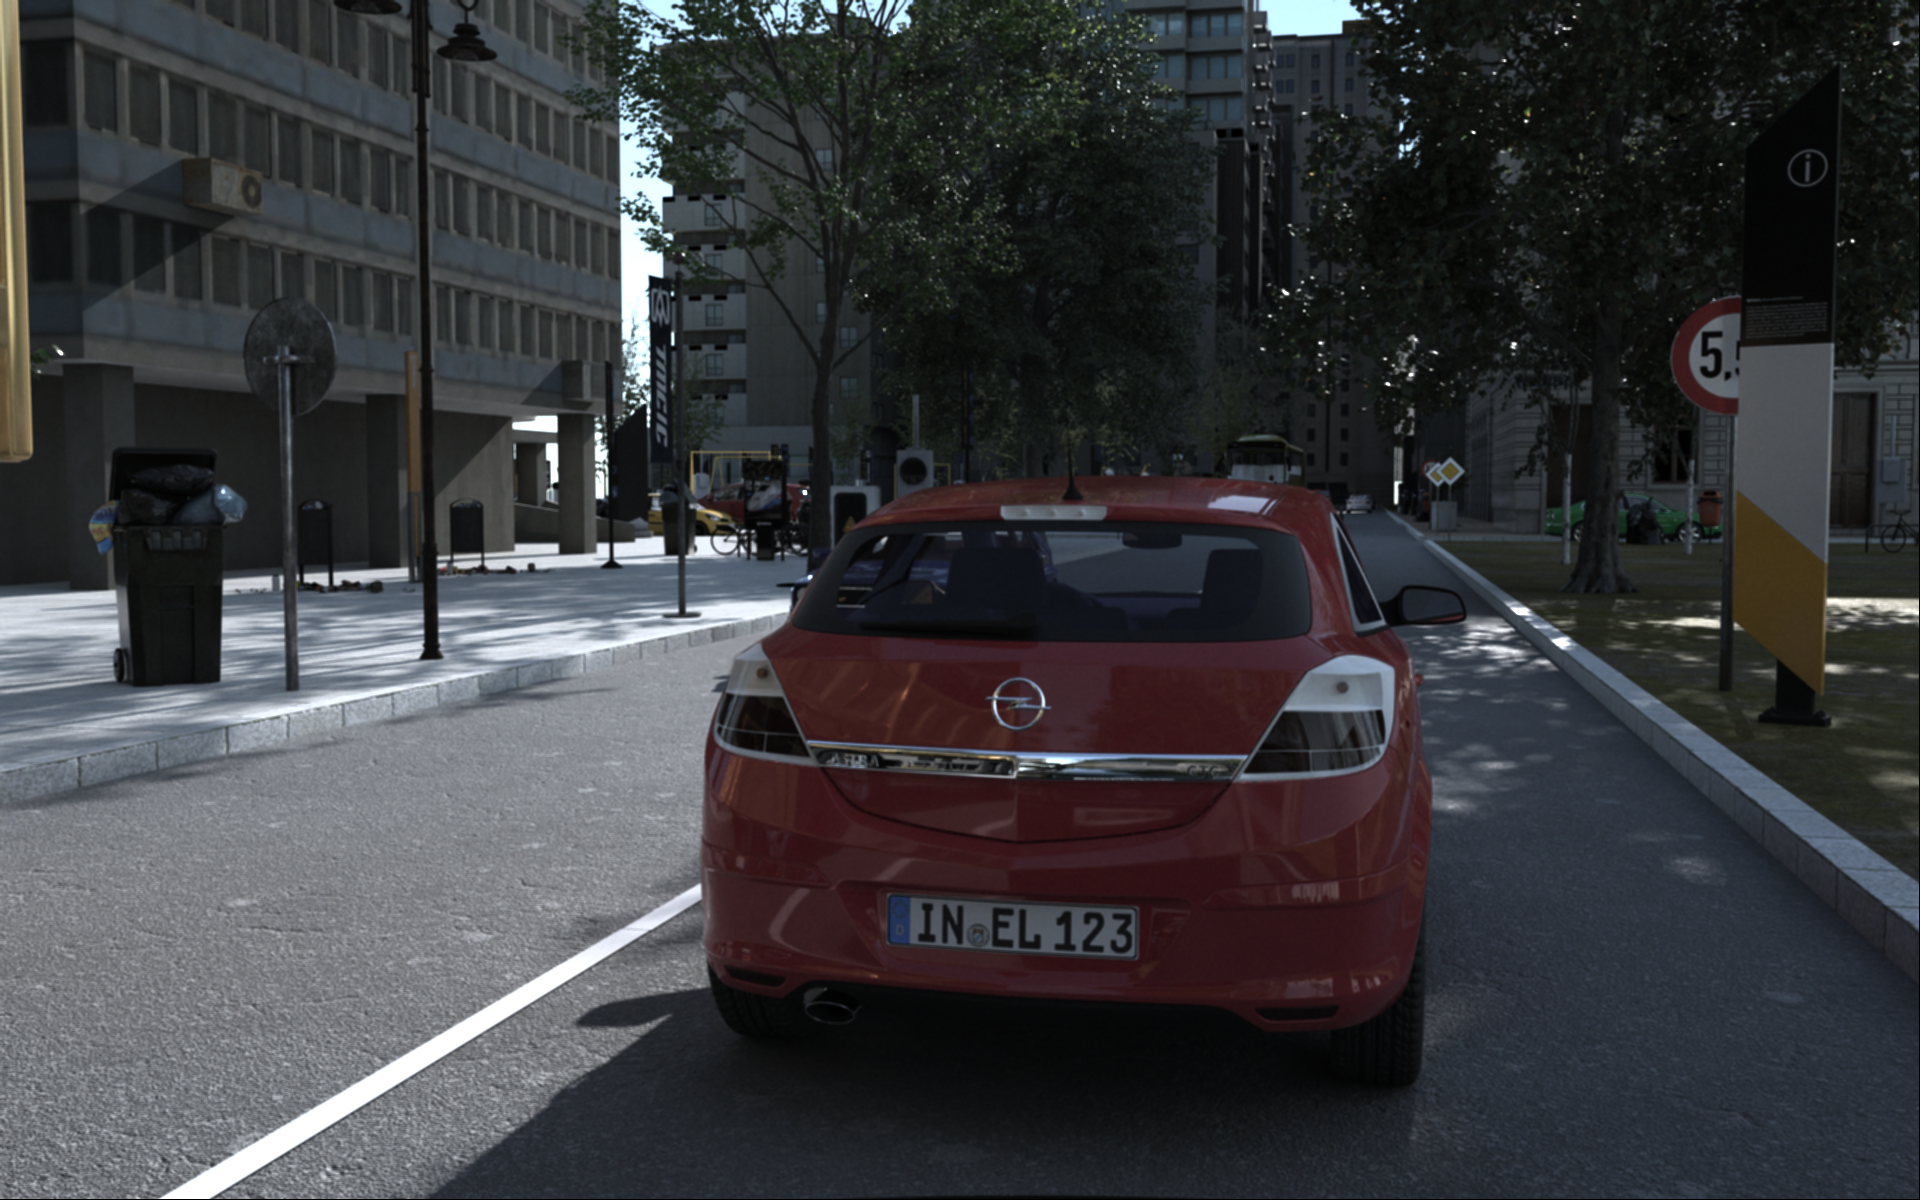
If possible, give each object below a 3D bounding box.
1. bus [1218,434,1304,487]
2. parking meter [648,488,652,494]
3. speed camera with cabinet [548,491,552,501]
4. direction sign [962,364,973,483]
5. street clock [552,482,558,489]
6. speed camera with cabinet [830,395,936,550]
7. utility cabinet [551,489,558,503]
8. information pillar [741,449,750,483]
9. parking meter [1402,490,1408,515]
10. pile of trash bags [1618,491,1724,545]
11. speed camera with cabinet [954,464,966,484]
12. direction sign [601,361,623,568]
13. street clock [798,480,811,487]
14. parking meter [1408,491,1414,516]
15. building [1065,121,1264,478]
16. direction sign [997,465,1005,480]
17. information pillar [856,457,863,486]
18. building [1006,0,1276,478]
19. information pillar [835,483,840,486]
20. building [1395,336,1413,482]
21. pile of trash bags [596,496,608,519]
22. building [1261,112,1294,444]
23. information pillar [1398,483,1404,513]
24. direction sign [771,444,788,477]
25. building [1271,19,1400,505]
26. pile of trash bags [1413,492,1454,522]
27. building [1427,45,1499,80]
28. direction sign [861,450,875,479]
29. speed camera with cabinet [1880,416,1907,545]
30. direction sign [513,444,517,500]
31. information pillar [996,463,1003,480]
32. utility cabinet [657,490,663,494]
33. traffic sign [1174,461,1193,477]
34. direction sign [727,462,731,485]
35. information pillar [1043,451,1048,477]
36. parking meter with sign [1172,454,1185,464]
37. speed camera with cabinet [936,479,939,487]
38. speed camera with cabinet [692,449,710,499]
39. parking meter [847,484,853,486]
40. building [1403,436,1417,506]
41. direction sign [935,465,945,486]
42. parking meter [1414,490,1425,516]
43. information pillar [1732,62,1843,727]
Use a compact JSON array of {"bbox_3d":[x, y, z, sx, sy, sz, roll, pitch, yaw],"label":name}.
[{"bbox_3d":[13.234,-5.094,74.835,2.896,3.916,12.252,1,4,15],"label":"bus"},{"bbox_3d":[-12.242,-3.639,67.914,0.372,1.533,0.369,0,3,0],"label":"parking meter"},{"bbox_3d":[-20.788,-5.718,87.820,2.038,3.252,0.660,1,4,19],"label":"speed camera with cabinet"},{"bbox_3d":[0.132,-2.359,30.574,0.379,3.537,0.876,1,4,12],"label":"direction sign"},{"bbox_3d":[-24.400,-6.121,104.645,0.471,2.002,0.358,-2,4,-26],"label":"street clock"},{"bbox_3d":[-1.577,-2.452,34.433,2.038,3.252,0.660,0,4,6],"label":"speed camera with cabinet"},{"bbox_3d":[-17.731,-4.125,76.124,0.318,1.500,1.173,-1,4,-18],"label":"utility cabinet"},{"bbox_3d":[-11.221,-6.069,90.577,0.504,3.616,0.183,-3,5,-40],"label":"information pillar"},{"bbox_3d":[27.677,-6.067,107.609,0.372,1.533,0.369,0,3,0],"label":"parking meter"},{"bbox_3d":[17.714,-2.121,44.433,3.447,1.369,1.912,2,4,28],"label":"pile of trash bags"},{"bbox_3d":[-0.550,-7.259,113.026,2.038,3.252,0.660,2,4,33],"label":"speed camera with cabinet"},{"bbox_3d":[-6.040,-2.320,29.929,0.379,3.537,0.876,0,4,-5],"label":"direction sign"},{"bbox_3d":[-7.908,-5.059,87.284,0.471,2.002,0.358,1,4,11],"label":"street clock"},{"bbox_3d":[27.108,-5.809,103.385,0.372,1.533,0.369,0,3,0],"label":"parking meter"},{"bbox_3d":[16.529,-22.399,137.920,14.160,30.474,14.107,1,4,13],"label":"building"},{"bbox_3d":[3.151,-8.690,134.079,0.876,3.537,0.379,-3,4,-38],"label":"direction sign"},{"bbox_3d":[-5.718,-6.558,98.570,0.504,3.616,0.183,3,5,40],"label":"information pillar"},{"bbox_3d":[17.514,-33.104,160.859,23.786,49.044,30.456,1,4,13],"label":"building"},{"bbox_3d":[-8.374,-6.981,118.628,0.304,2.012,0.304,0,4,4],"label":"information pillar"},{"bbox_3d":[61.237,-32.446,214.089,14.086,41.232,14.154,1,4,13],"label":"building"},{"bbox_3d":[-17.652,-4.664,86.013,3.447,1.369,1.912,-2,4,-26],"label":"pile of trash bags"},{"bbox_3d":[27.384,-30.461,181.623,14.154,41.232,14.086,1,4,13],"label":"building"},{"bbox_3d":[29.459,-6.801,115.681,0.304,2.012,0.304,-1,4,-14],"label":"information pillar"},{"bbox_3d":[-8.207,-5.315,78.902,0.876,3.537,0.379,1,4,23],"label":"direction sign"},{"bbox_3d":[41.276,-41.533,221.071,28.212,58.520,21.231,1,4,13],"label":"building"},{"bbox_3d":[21.703,-4.264,79.475,1.912,1.369,3.447,2,4,24],"label":"pile of trash bags"},{"bbox_3d":[42.710,-27.506,133.322,14.154,41.232,14.086,1,4,13],"label":"building"},{"bbox_3d":[-4.738,-5.950,89.287,0.876,3.537,0.379,2,4,34],"label":"direction sign"},{"bbox_3d":[24.181,-3.008,43.519,2.038,3.252,0.660,2,4,30],"label":"speed camera with cabinet"},{"bbox_3d":[-17.723,-4.699,68.829,0.379,3.537,0.876,3,5,41],"label":"direction sign"},{"bbox_3d":[2.917,-8.340,127.714,0.504,3.616,0.183,1,4,23],"label":"information pillar"},{"bbox_3d":[-15.888,-5.240,94.351,1.173,1.500,0.318,-2,4,-27],"label":"utility cabinet"},{"bbox_3d":[8.469,-4.030,65.998,0.768,2.556,0.104,1,4,21],"label":"traffic sign"},{"bbox_3d":[-16.574,-8.092,124.294,0.379,3.537,0.876,1,4,11],"label":"direction sign"},{"bbox_3d":[4.624,-6.343,95.056,0.504,3.616,0.183,-3,4,-38],"label":"information pillar"},{"bbox_3d":[9.792,-4.839,75.377,0.543,3.016,1.738,2,4,28],"label":"parking meter with sign"},{"bbox_3d":[-2.359,-6.900,107.152,2.038,3.252,0.660,1,4,18],"label":"speed camera with cabinet"},{"bbox_3d":[-10.911,-5.072,77.260,2.038,3.252,0.660,-2,4,-26],"label":"speed camera with cabinet"},{"bbox_3d":[-6.255,-5.657,98.200,0.399,1.863,0.255,-1,4,-14],"label":"parking meter"},{"bbox_3d":[58.447,-53.044,179.933,22.319,86.520,31.000,1,4,13],"label":"building"},{"bbox_3d":[-1.522,-8.588,132.418,0.876,3.537,0.379,-1,4,-23],"label":"direction sign"},{"bbox_3d":[25.793,-5.407,96.812,0.372,1.533,0.369,0,3,0],"label":"parking meter"},{"bbox_3d":[4.611,-1.119,9.644,0.504,3.616,0.183,3,4,36],"label":"information pillar"}]
